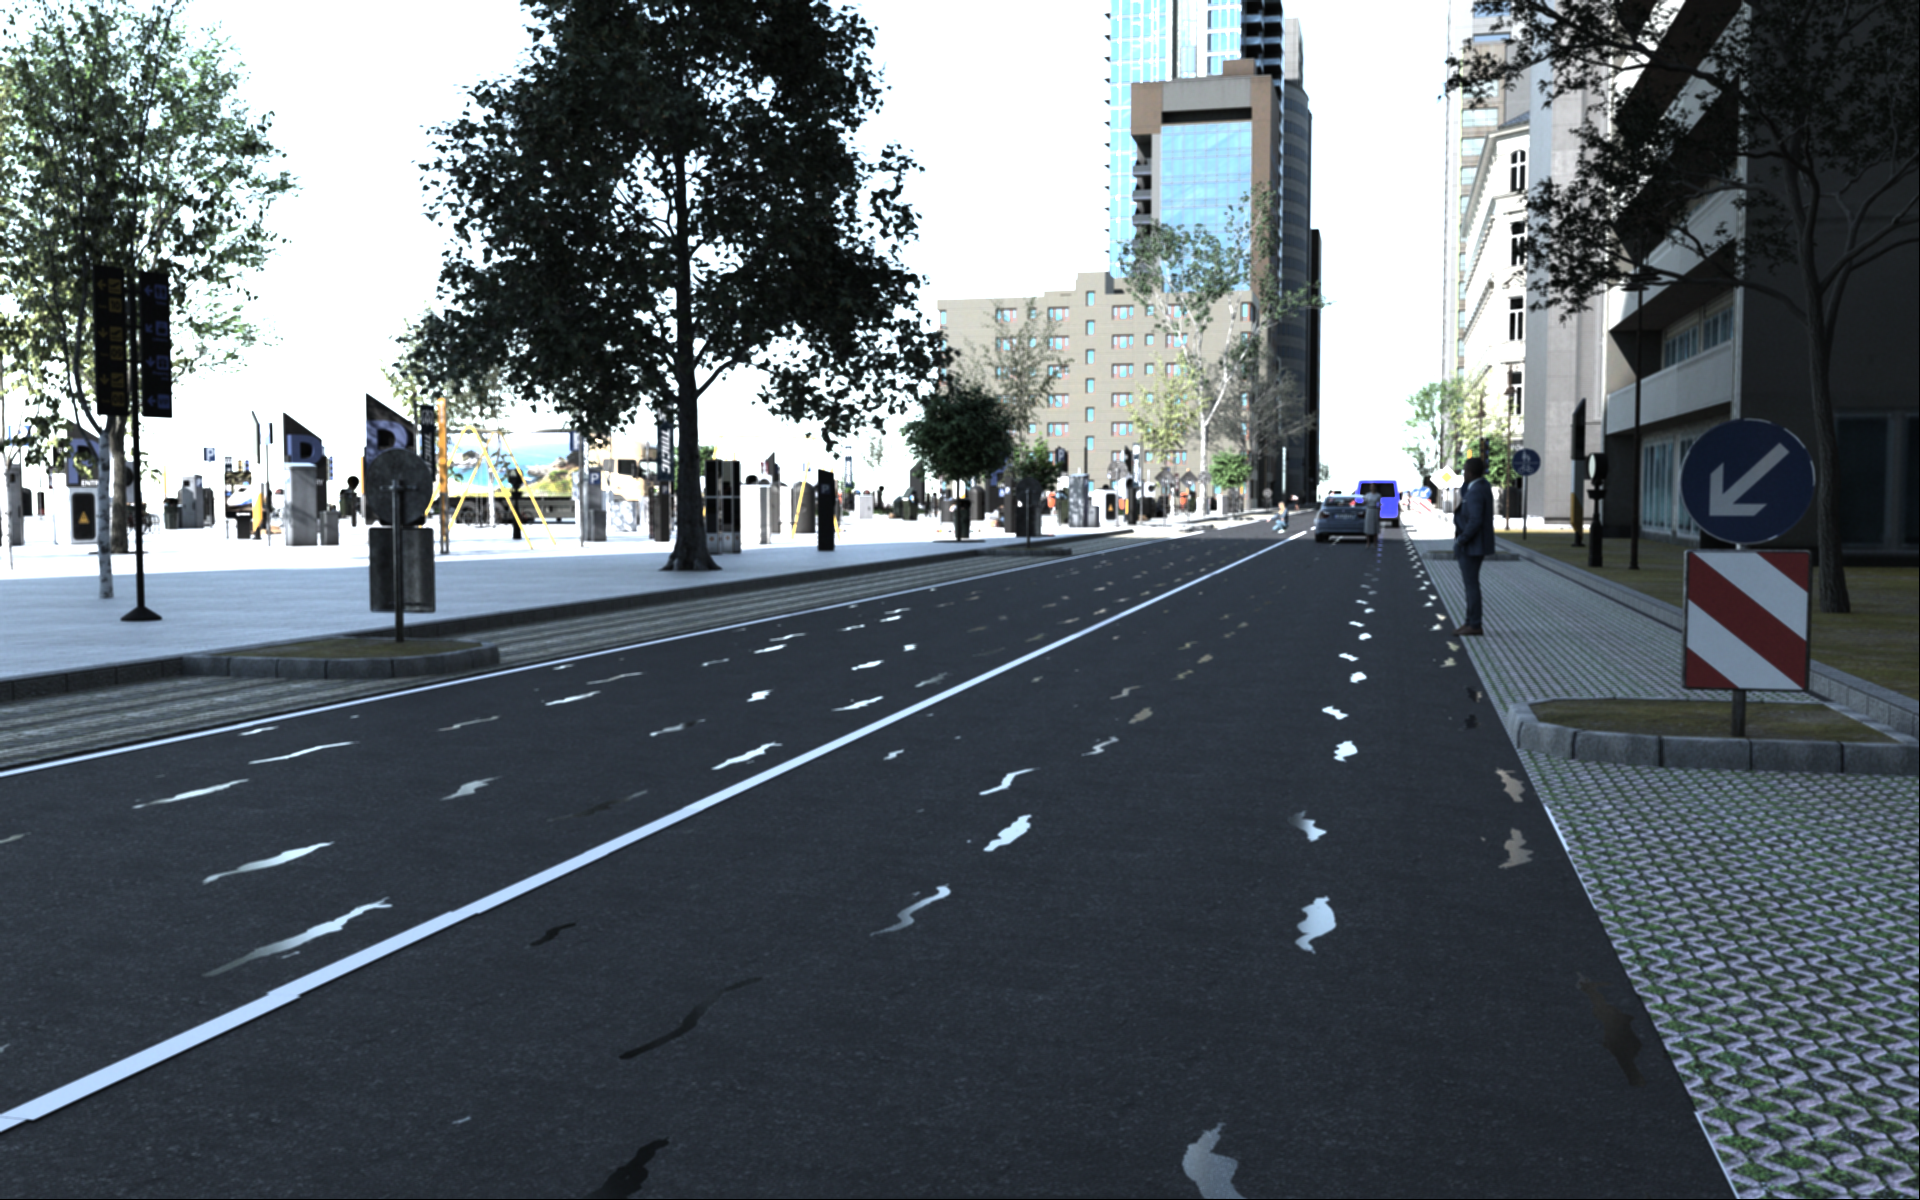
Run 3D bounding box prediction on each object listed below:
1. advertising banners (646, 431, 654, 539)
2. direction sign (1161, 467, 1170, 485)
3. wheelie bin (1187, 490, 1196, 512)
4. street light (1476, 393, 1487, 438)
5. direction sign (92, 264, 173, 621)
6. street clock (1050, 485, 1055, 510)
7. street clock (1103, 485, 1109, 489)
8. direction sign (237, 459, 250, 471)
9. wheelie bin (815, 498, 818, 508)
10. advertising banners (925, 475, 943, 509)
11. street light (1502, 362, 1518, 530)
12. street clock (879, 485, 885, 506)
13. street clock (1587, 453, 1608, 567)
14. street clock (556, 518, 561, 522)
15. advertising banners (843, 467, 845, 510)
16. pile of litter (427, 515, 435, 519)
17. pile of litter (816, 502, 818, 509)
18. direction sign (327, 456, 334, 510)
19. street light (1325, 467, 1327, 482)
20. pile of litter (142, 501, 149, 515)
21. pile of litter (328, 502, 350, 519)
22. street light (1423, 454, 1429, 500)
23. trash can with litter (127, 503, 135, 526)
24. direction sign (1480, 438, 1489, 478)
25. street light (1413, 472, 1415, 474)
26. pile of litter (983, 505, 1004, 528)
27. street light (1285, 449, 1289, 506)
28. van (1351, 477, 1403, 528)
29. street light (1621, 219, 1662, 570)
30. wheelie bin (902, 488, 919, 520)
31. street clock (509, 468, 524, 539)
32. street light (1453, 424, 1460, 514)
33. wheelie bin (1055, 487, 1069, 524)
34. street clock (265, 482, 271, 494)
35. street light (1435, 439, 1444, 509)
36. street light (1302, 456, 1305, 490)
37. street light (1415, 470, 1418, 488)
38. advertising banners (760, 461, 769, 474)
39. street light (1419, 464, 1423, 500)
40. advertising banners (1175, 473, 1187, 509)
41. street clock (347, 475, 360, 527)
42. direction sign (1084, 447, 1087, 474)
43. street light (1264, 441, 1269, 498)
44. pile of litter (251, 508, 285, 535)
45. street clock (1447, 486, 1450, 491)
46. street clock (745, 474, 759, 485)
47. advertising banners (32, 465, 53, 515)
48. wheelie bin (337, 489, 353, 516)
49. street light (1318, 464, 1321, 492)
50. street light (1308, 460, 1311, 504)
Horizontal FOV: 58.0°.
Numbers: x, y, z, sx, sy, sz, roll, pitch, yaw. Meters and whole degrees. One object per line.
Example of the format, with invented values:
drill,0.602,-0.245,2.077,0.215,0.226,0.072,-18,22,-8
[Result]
advertising banners,-8.829,-3.257,49.434,0.090,3.025,2.074,0,4,-4
direction sign,17.482,-9.514,147.546,0.876,3.537,0.379,3,5,39
wheelie bin,16.203,-6.931,121.226,0.693,1.594,0.980,0,4,6
street light,23.761,-6.501,79.077,0.468,5.910,1.993,1,4,14
direction sign,-8.340,-1.562,17.537,0.379,3.537,0.876,2,4,26
street clock,7.388,-8.255,139.540,0.471,2.002,0.358,-1,4,-19
street clock,11.111,-7.787,131.887,0.471,2.002,0.358,1,4,13
direction sign,-46.876,-7.425,113.402,0.876,3.537,0.379,1,4,12
wheelie bin,-11.323,-7.715,134.042,0.980,1.594,0.693,-1,4,-19
advertising banners,-2.114,-9.059,144.303,2.074,3.025,0.090,-3,5,-43
street light,19.321,-5.393,60.961,0.468,5.910,1.993,1,4,14
street clock,-6.497,-8.505,143.632,0.471,2.002,0.358,1,4,13
street clock,11.222,-1.588,30.531,0.358,2.002,0.471,0,4,2
street clock,-18.761,-4.673,80.965,0.358,2.002,0.471,0,4,3
advertising banners,-7.611,-7.192,113.769,0.090,3.025,2.074,0,4,-6
pile of litter,-28.377,-4.696,90.752,1.719,0.858,1.176,1,4,23
pile of litter,-9.015,-5.750,107.984,1.719,0.858,1.176,-3,5,-43
direction sign,-37.170,-6.729,102.016,0.876,3.537,0.379,2,4,33
street light,61.891,-19.564,292.661,0.468,5.910,1.993,1,4,14
pile of litter,-48.790,-5.451,103.081,1.719,0.858,1.176,3,4,36
pile of litter,-32.476,-4.657,90.099,1.719,0.858,1.176,3,5,44
street light,49.968,-12.967,184.805,0.468,5.910,1.993,1,4,14
trash can with litter,-33.158,-3.492,68.482,1.055,1.170,0.624,-2,4,-28
direction sign,21.102,-4.757,69.776,0.379,3.537,0.876,3,5,39
street light,69.993,-17.905,265.531,0.468,5.910,1.993,1,4,14
pile of litter,1.633,-3.174,65.867,1.719,0.858,1.176,1,4,18
street light,33.912,-12.641,179.467,0.468,5.910,1.993,1,4,14
van,18.123,-4.337,75.300,2.240,2.365,5.245,1,4,13
street light,11.487,-3.459,29.341,0.468,5.910,1.993,1,4,14
wheelie bin,-2.416,-4.684,84.483,0.693,1.594,0.980,-3,4,-36
street clock,-12.560,-2.721,49.057,0.358,2.002,0.471,-3,5,-43
street light,31.714,-8.444,110.852,0.468,5.910,1.993,1,4,14
wheelie bin,4.527,-4.105,75.024,0.693,1.594,0.980,1,4,22
street clock,-41.136,-6.018,102.957,0.358,2.002,0.471,-2,4,-29
street light,39.539,-10.378,142.474,0.468,5.910,1.993,1,4,14
street light,41.987,-14.620,211.826,0.468,5.910,1.993,1,4,14
street light,61.907,-15.919,233.055,0.468,5.910,1.993,1,4,14
advertising banners,-9.827,-5.934,93.215,2.074,3.025,0.090,-2,4,-31
street light,57.820,-14.901,216.421,0.468,5.910,1.993,1,4,14
advertising banners,18.908,-9.241,147.272,2.074,3.025,0.090,-3,5,-43
street clock,-23.434,-3.814,66.934,0.471,2.002,0.358,-1,4,-23
direction sign,6.115,-5.641,84.235,0.379,3.537,0.876,1,4,10
street light,26.088,-10.707,147.844,0.468,5.910,1.993,1,4,14
pile of litter,-22.023,-2.504,54.901,1.719,0.858,1.176,-2,4,-30
street clock,35.375,-7.398,125.534,0.358,2.002,0.471,0,4,-5
street clock,-7.697,-3.640,64.092,0.471,2.002,0.358,-3,4,-36
advertising banners,-55.659,-6.642,104.791,0.090,3.025,2.074,2,4,31
wheelie bin,-35.696,-5.678,100.748,0.693,1.594,0.980,2,4,32
street light,54.114,-17.607,260.665,0.468,5.910,1.993,1,4,14
street light,46.229,-15.674,229.058,0.468,5.910,1.993,1,4,14
